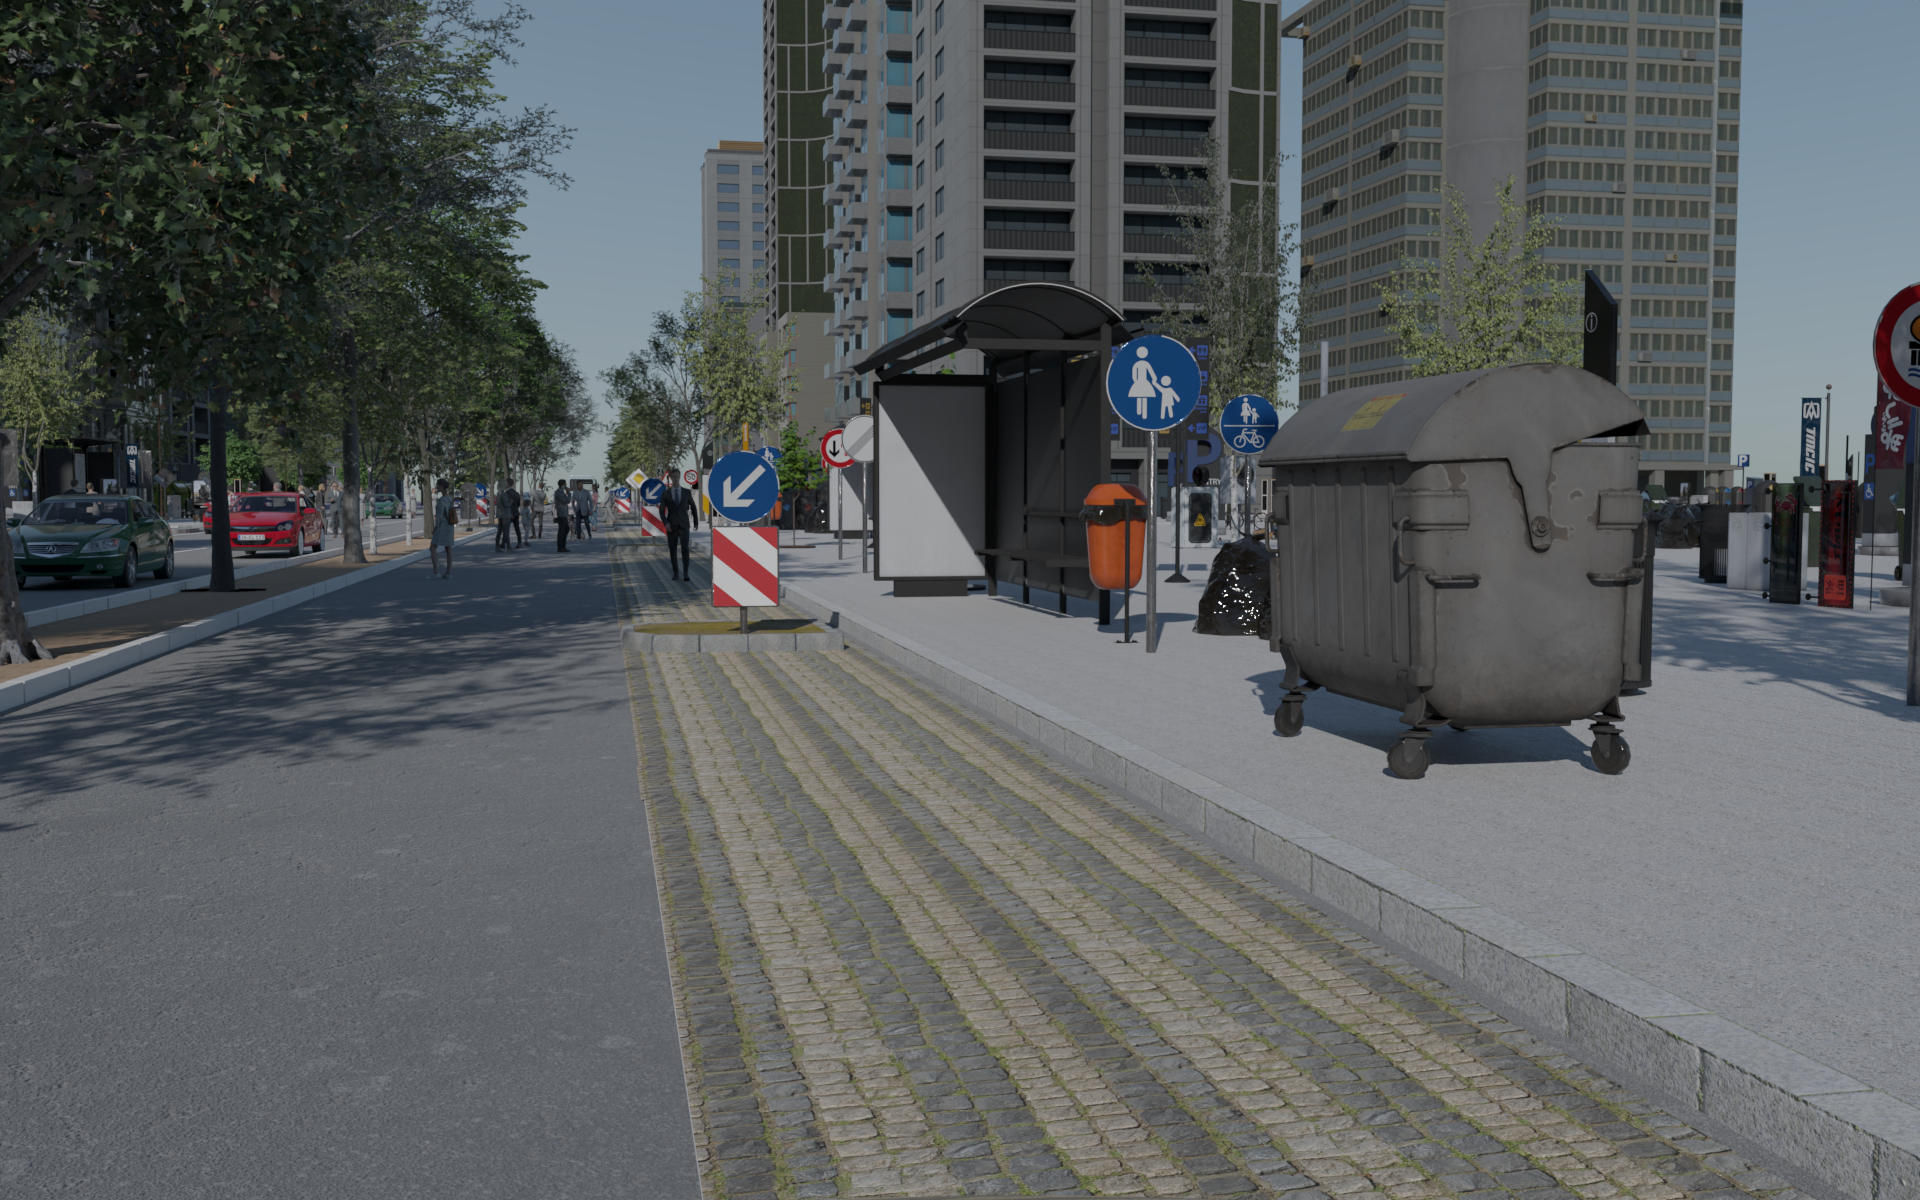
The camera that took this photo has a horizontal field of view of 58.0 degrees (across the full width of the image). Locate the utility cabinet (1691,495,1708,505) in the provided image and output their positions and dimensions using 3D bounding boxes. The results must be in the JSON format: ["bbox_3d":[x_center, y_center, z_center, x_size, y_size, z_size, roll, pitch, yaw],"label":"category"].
[{"bbox_3d":[38.017,-4.765,89.074,0.306,1.237,1.020,-1,4,-10],"label":"utility cabinet"}]

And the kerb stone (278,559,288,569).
[{"bbox_3d":[-13.001,-0.659,32.972,0.120,0.150,1.000,-1,4,-12],"label":"kerb stone"}]

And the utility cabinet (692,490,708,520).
[{"bbox_3d":[-12.672,-4.704,85.586,1.173,1.500,0.318,1,4,23],"label":"utility cabinet"}]

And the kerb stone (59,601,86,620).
[{"bbox_3d":[-10.293,0.139,19.917,0.120,0.150,1.000,-1,4,-12],"label":"kerb stone"}]

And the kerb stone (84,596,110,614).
[{"bbox_3d":[-10.501,0.078,20.918,0.120,0.150,1.000,-1,4,-12],"label":"kerb stone"}]

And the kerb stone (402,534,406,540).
[{"bbox_3d":[-17.172,-1.883,53.047,0.120,0.150,1.000,-1,4,-12],"label":"kerb stone"}]

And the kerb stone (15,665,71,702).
[{"bbox_3d":[-6.574,0.603,12.357,0.120,0.150,1.000,-1,4,-12],"label":"kerb stone"}]

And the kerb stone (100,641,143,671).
[{"bbox_3d":[-6.993,0.479,14.362,0.120,0.150,1.000,-1,4,-12],"label":"kerb stone"}]

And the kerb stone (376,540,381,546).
[{"bbox_3d":[-15.927,-1.516,47.018,0.120,0.150,1.000,-1,4,-12],"label":"kerb stone"}]

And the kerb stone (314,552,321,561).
[{"bbox_3d":[-13.847,-0.899,36.986,0.120,0.150,1.000,-1,4,-12],"label":"kerb stone"}]

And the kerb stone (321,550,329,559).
[{"bbox_3d":[-14.048,-0.963,37.988,0.120,0.150,1.000,-1,4,-12],"label":"kerb stone"}]

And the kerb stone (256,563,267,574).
[{"bbox_3d":[-12.584,-0.536,30.956,0.120,0.150,1.000,-1,4,-12],"label":"kerb stone"}]

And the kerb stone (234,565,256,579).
[{"bbox_3d":[-12.371,-0.472,29.946,0.120,0.150,1.000,-1,4,-12],"label":"kerb stone"}]

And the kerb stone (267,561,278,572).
[{"bbox_3d":[-12.792,-0.595,31.960,0.120,0.150,1.000,-1,4,-12],"label":"kerb stone"}]

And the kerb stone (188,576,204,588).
[{"bbox_3d":[-11.538,-0.229,25.933,0.120,0.150,1.000,-1,4,-12],"label":"kerb stone"}]

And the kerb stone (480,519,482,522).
[{"bbox_3d":[-24.178,-3.948,86.746,0.120,0.150,1.000,-1,4,-12],"label":"kerb stone"}]

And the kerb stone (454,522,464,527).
[{"bbox_3d":[-21.877,-3.271,75.674,0.120,0.150,1.000,-1,4,-12],"label":"kerb stone"}]

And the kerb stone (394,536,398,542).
[{"bbox_3d":[-16.753,-1.763,51.042,0.120,0.150,1.000,-1,4,-12],"label":"kerb stone"}]

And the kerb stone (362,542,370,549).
[{"bbox_3d":[-15.718,-1.457,46.014,0.120,0.150,1.000,-1,4,-12],"label":"kerb stone"}]

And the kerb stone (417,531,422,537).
[{"bbox_3d":[-18.217,-2.193,58.058,0.120,0.150,1.000,-1,4,-12],"label":"kerb stone"}]

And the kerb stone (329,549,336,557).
[{"bbox_3d":[-14.252,-1.027,38.991,0.120,0.150,1.000,-1,4,-12],"label":"kerb stone"}]

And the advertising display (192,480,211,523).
[{"bbox_3d":[-34.123,-4.461,78.151,0.974,1.923,0.123,-3,5,-43],"label":"advertising display"}]

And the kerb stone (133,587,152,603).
[{"bbox_3d":[-10.917,-0.045,22.925,0.120,0.150,1.000,-1,4,-12],"label":"kerb stone"}]

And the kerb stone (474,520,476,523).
[{"bbox_3d":[-23.346,-3.700,82.722,0.120,0.150,1.000,-1,4,-12],"label":"kerb stone"}]

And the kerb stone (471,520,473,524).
[{"bbox_3d":[-22.921,-3.579,80.712,0.120,0.150,1.000,-1,4,-12],"label":"kerb stone"}]

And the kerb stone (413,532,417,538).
[{"bbox_3d":[-17.787,-2.071,56.051,0.120,0.150,1.000,-1,4,-12],"label":"kerb stone"}]

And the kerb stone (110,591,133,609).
[{"bbox_3d":[-10.700,0.020,21.921,0.120,0.150,1.000,-1,4,-12],"label":"kerb stone"}]

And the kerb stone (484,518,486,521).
[{"bbox_3d":[-24.804,-4.127,89.760,0.120,0.150,1.000,-1,4,-12],"label":"kerb stone"}]

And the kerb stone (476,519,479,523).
[{"bbox_3d":[-23.758,-3.825,84.735,0.120,0.150,1.000,-1,4,-12],"label":"kerb stone"}]

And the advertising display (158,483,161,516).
[{"bbox_3d":[-41.061,-5.117,88.882,0.123,1.923,0.974,-2,4,-24],"label":"advertising display"}]

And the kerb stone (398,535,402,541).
[{"bbox_3d":[-16.967,-1.825,52.042,0.120,0.150,1.000,-1,4,-12],"label":"kerb stone"}]

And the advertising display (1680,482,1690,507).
[{"bbox_3d":[39.700,-5.483,94.856,0.123,1.923,0.974,0,4,-2],"label":"advertising display"}]

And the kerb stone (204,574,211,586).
[{"bbox_3d":[-11.758,-0.290,26.939,0.120,0.150,1.000,-1,4,-12],"label":"kerb stone"}]

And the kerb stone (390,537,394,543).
[{"bbox_3d":[-16.545,-1.703,50.041,0.120,0.150,1.000,-1,4,-12],"label":"kerb stone"}]

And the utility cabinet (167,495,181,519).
[{"bbox_3d":[-40.540,-4.783,89.366,0.306,1.237,1.020,0,4,-2],"label":"utility cabinet"}]

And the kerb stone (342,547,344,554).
[{"bbox_3d":[-14.679,-1.145,40.990,0.120,0.150,1.000,-1,4,-12],"label":"kerb stone"}]

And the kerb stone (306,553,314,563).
[{"bbox_3d":[-13.628,-0.843,35.986,0.120,0.150,1.000,-1,4,-12],"label":"kerb stone"}]

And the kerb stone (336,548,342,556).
[{"bbox_3d":[-14.463,-1.088,39.991,0.120,0.150,1.000,-1,4,-12],"label":"kerb stone"}]

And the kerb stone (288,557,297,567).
[{"bbox_3d":[-13.204,-0.716,33.982,0.120,0.150,1.000,-1,4,-12],"label":"kerb stone"}]

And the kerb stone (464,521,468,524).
[{"bbox_3d":[-22.292,-3.394,77.690,0.120,0.150,1.000,-1,4,-12],"label":"kerb stone"}]

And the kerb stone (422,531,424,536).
[{"bbox_3d":[-18.430,-2.250,59.058,0.120,0.150,1.000,-1,4,-12],"label":"kerb stone"}]

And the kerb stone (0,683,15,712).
[{"bbox_3d":[-6.368,0.666,11.356,0.120,0.150,1.000,-1,4,-12],"label":"kerb stone"}]

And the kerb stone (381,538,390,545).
[{"bbox_3d":[-16.337,-1.636,49.037,0.120,0.150,1.000,-1,4,-12],"label":"kerb stone"}]

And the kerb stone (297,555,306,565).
[{"bbox_3d":[-13.419,-0.782,34.981,0.120,0.150,1.000,-1,4,-12],"label":"kerb stone"}]

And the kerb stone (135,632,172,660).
[{"bbox_3d":[-7.203,0.418,15.362,0.120,0.150,1.000,-1,4,-12],"label":"kerb stone"}]

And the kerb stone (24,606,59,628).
[{"bbox_3d":[-10.085,0.201,18.915,0.120,0.150,1.000,-1,4,-12],"label":"kerb stone"}]

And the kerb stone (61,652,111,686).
[{"bbox_3d":[-6.778,0.542,13.362,0.120,0.150,1.000,-1,4,-12],"label":"kerb stone"}]

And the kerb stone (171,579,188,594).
[{"bbox_3d":[-11.337,-0.167,24.927,0.120,0.150,1.000,-1,4,-12],"label":"kerb stone"}]

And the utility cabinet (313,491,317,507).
[{"bbox_3d":[-51.573,-7.915,138.088,1.173,1.500,0.318,1,4,18],"label":"utility cabinet"}]

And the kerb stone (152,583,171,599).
[{"bbox_3d":[-11.117,-0.106,23.928,0.120,0.150,1.000,-1,4,-12],"label":"kerb stone"}]

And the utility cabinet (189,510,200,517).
[{"bbox_3d":[-41.921,-5.320,95.663,1.173,1.500,0.318,0,4,-3],"label":"utility cabinet"}]

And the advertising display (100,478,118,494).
[{"bbox_3d":[-34.789,-4.014,70.840,0.123,1.923,0.974,0,4,7],"label":"advertising display"}]
